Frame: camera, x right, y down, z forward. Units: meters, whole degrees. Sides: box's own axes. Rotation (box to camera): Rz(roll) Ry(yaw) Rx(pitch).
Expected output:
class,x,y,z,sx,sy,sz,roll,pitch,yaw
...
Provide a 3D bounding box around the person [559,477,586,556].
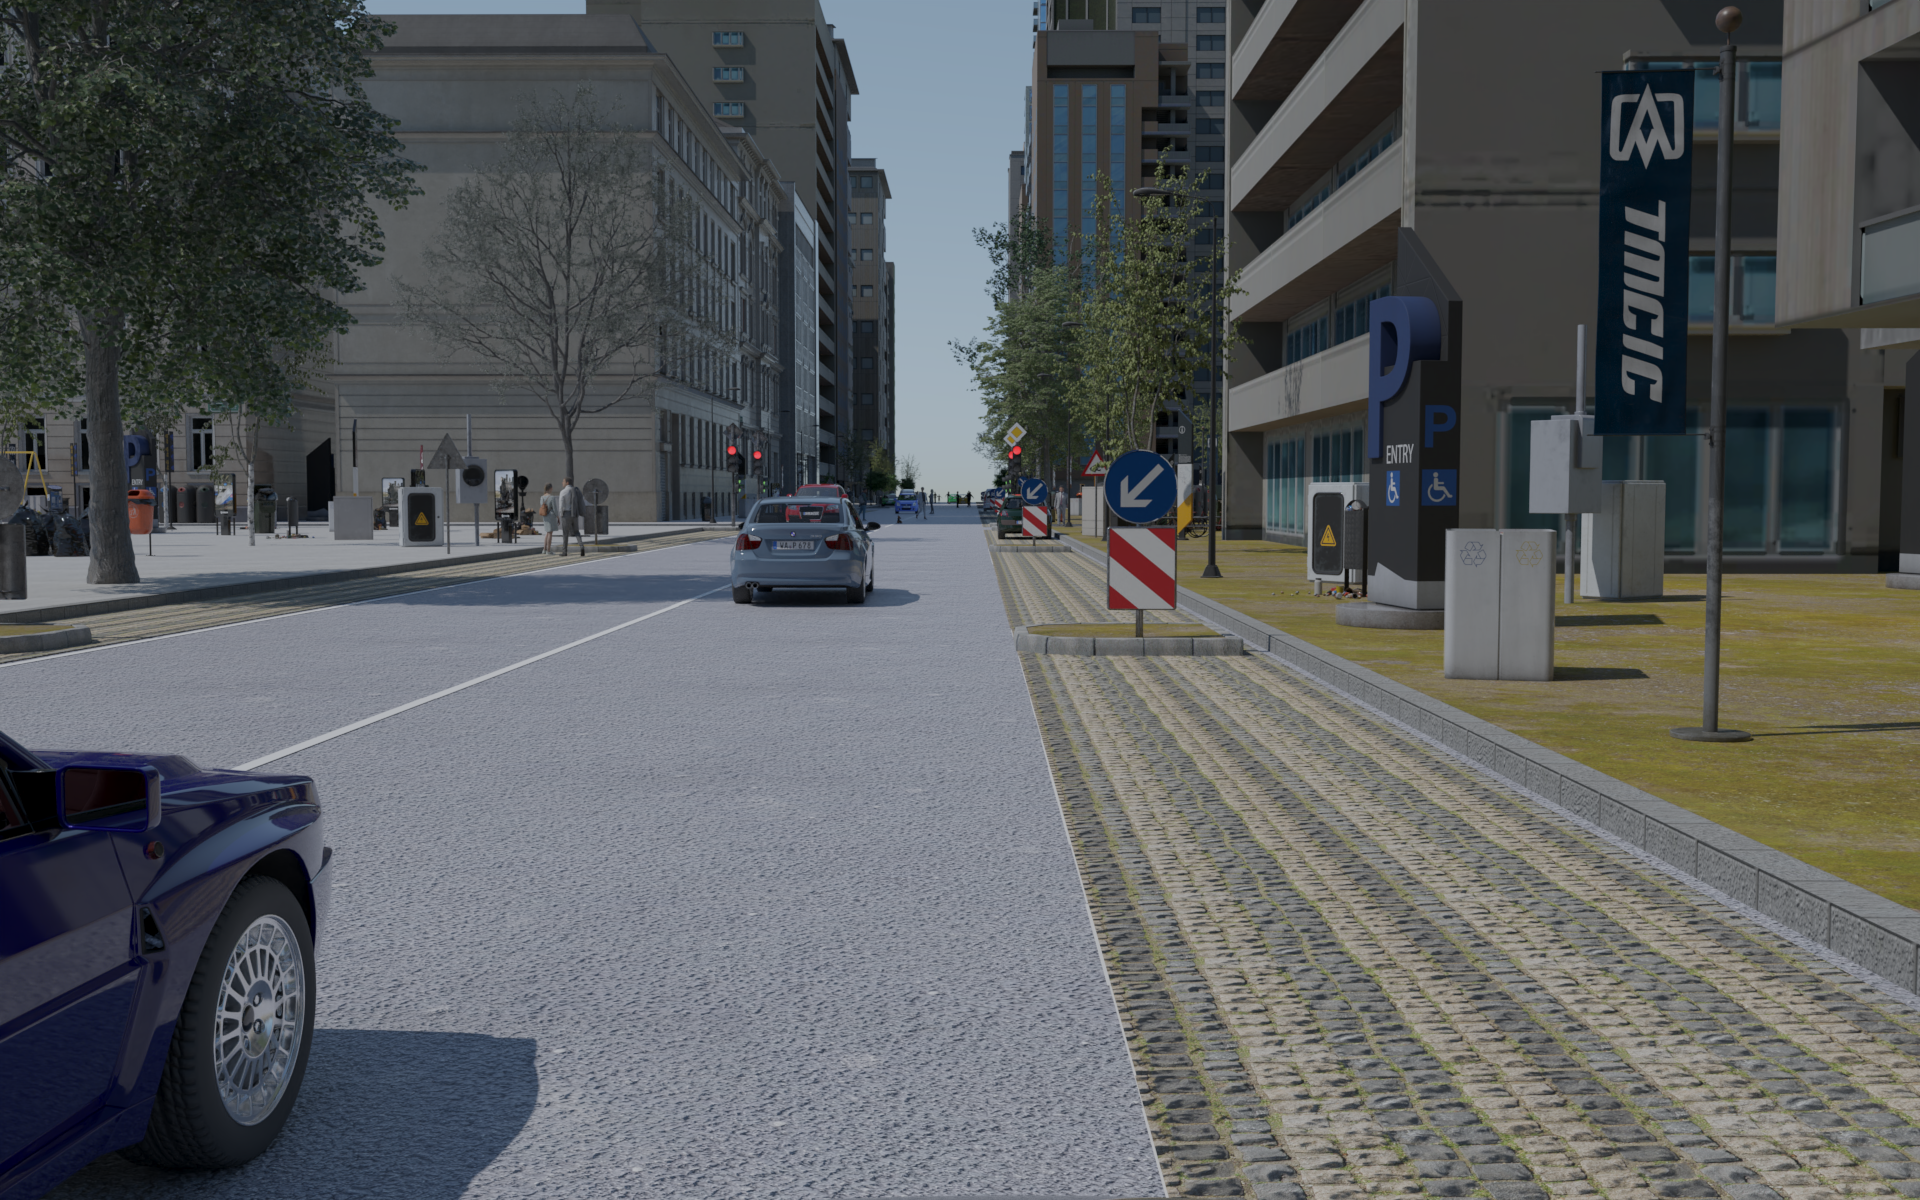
class,x,y,z,sx,sy,sz,roll,pitch,yaw
person,-8.868,-1.898,39.631,0.850,1.850,0.679,3,5,42

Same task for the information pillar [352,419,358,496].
class,x,y,z,sx,sy,sz,roll,pitch,yaw
information pillar,-18.767,-3.818,53.787,0.183,3.616,0.504,-1,4,-12

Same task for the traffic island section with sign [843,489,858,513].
class,x,y,z,sx,sy,sz,roll,pitch,yaw
traffic island section with sign,-8.451,-7.164,125.761,1.989,1.847,2.006,0,4,0

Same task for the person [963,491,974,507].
class,x,y,z,sx,sy,sz,roll,pitch,yaw
person,0.966,-11.117,190.291,1.348,1.821,0.705,2,4,29

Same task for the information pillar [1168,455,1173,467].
class,x,y,z,sx,sy,sz,roll,pitch,yaw
information pillar,12.045,-6.564,98.676,0.183,3.616,0.504,-3,4,-39

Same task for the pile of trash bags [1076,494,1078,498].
class,x,y,z,sx,sy,sz,roll,pitch,yaw
pile of trash bags,9.828,-6.935,123.147,3.447,1.369,1.912,2,4,29

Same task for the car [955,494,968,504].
class,x,y,z,sx,sy,sz,roll,pitch,yaw
car,0.416,-12.878,220.780,2.015,1.641,3.980,0,4,0

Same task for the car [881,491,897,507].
class,x,y,z,sx,sy,sz,roll,pitch,yaw
car,-7.701,-11.102,190.321,1.959,1.807,4.718,0,4,1

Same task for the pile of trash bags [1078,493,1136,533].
class,x,y,z,sx,sy,sz,roll,pitch,yaw
pile of trash bags,4.908,-2.810,55.691,1.912,1.369,3.447,0,4,1

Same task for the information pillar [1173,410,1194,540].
class,x,y,z,sx,sy,sz,roll,pitch,yaw
information pillar,6.233,-3.462,47.962,0.504,3.616,0.183,3,5,45

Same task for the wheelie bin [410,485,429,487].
class,x,y,z,sx,sy,sz,roll,pitch,yaw
wheelie bin,-18.320,-3.113,58.809,0.980,1.594,0.693,0,4,-2

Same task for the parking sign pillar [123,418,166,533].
class,x,y,z,sx,sy,sz,roll,pitch,yaw
parking sign pillar,-26.924,-4.185,56.903,1.447,3.967,1.447,3,4,38

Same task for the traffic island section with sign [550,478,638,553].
class,x,y,z,sx,sy,sz,roll,pitch,yaw
traffic island section with sign,-9.103,-2.105,43.042,1.989,1.847,2.006,0,4,0

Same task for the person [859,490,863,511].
class,x,y,z,sx,sy,sz,roll,pitch,yaw
person,-8.472,-8.613,149.805,0.515,1.767,0.782,0,4,0

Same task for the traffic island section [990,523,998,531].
class,x,y,z,sx,sy,sz,roll,pitch,yaw
traffic island section,2.239,-2.786,67.827,2.009,0.180,2.903,0,4,0

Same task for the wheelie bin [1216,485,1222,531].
class,x,y,z,sx,sy,sz,roll,pitch,yaw
wheelie bin,9.046,-3.177,59.853,0.980,1.594,0.693,-1,4,-13

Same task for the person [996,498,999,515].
class,x,y,z,sx,sy,sz,roll,pitch,yaw
person,2.616,-6.577,116.004,0.580,1.828,0.573,-1,4,-12

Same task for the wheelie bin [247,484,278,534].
class,x,y,z,sx,sy,sz,roll,pitch,yaw
wheelie bin,-22.623,-2.960,56.298,0.693,1.594,0.980,3,4,37

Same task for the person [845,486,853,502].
class,x,y,z,sx,sy,sz,roll,pitch,yaw
person,-6.285,-5.405,96.232,0.648,1.900,0.474,1,4,20

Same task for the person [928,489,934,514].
class,x,y,z,sx,sy,sz,roll,pitch,yaw
person,-2.104,-7.084,124.506,0.526,1.800,0.537,2,4,24

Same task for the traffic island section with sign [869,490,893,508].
class,x,y,z,sx,sy,sz,roll,pitch,yaw
traffic island section with sign,-8.086,-10.138,174.389,1.989,1.847,2.006,0,4,0

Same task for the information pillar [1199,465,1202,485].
class,x,y,z,sx,sy,sz,roll,pitch,yaw
information pillar,19.191,-8.943,137.578,0.183,3.616,0.504,-3,5,-39

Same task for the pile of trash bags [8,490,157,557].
class,x,y,z,sx,sy,sz,roll,pitch,yaw
pile of trash bags,-18.185,-1.608,36.050,3.447,1.369,1.912,1,4,17

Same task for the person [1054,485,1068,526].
class,x,y,z,sx,sy,sz,roll,pitch,yaw
person,4.283,-3.917,72.820,0.678,1.792,0.850,0,4,8

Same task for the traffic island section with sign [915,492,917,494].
class,x,y,z,sx,sy,sz,roll,pitch,yaw
traffic island section with sign,-7.224,-16.920,285.273,1.989,1.847,2.006,0,4,0

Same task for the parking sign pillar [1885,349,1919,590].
class,x,y,z,sx,sy,sz,roll,pitch,yaw
parking sign pillar,13.401,-2.138,23.430,1.447,3.967,1.447,-1,4,-10

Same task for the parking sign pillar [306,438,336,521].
class,x,y,z,sx,sy,sz,roll,pitch,yaw
parking sign pillar,-30.617,-5.780,82.976,1.447,3.967,1.447,1,4,16

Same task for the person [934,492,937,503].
class,x,y,z,sx,sy,sz,roll,pitch,yaw
person,-3.940,-16.120,272.076,0.705,1.821,1.348,3,5,40

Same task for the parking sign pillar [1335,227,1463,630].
class,x,y,z,sx,sy,sz,roll,pitch,yaw
parking sign pillar,4.435,-1.741,16.931,1.447,3.967,1.447,0,4,-7

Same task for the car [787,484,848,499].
class,x,y,z,sx,sy,sz,roll,pitch,yaw
car,-5.243,-3.423,64.634,2.281,1.827,5.304,0,4,2

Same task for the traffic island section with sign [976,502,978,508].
class,x,y,z,sx,sy,sz,roll,pitch,yaw
traffic island section with sign,2.352,-7.147,125.482,1.989,1.847,2.006,0,4,0

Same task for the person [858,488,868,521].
class,x,y,z,sx,sy,sz,roll,pitch,yaw
person,-5.159,-5.103,92.278,0.721,1.781,0.623,-3,5,-43

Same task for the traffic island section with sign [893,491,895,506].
class,x,y,z,sx,sy,sz,roll,pitch,yaw
traffic island section with sign,-7.871,-11.823,201.939,1.989,1.847,2.006,0,4,0

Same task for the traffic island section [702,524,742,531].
class,x,y,z,sx,sy,sz,roll,pitch,yaw
traffic island section,-8.902,-2.791,67.917,2.009,0.180,2.903,0,4,0

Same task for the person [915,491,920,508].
class,x,y,z,sx,sy,sz,roll,pitch,yaw
person,-3.593,-8.420,147.163,0.512,1.701,0.522,-1,4,-19

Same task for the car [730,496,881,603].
class,x,y,z,sx,sy,sz,roll,pitch,yaw
car,-2.120,-0.732,23.976,2.014,1.417,4.499,0,4,0

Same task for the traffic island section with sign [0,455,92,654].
class,x,y,z,sx,sy,sz,roll,pitch,yaw
traffic island section with sign,-9.310,-0.456,16.087,1.989,1.847,2.006,0,4,0

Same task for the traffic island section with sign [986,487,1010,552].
class,x,y,z,sx,sy,sz,roll,pitch,yaw
traffic island section with sign,1.722,-2.110,43.125,1.989,1.847,2.006,0,4,0

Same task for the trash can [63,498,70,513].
class,x,y,z,sx,sy,sz,roll,pitch,yaw
trash can,-35.088,-3.418,67.542,0.748,1.137,0.748,0,3,0

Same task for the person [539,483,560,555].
class,x,y,z,sx,sy,sz,roll,pitch,yaw
person,-9.665,-1.909,40.720,0.512,1.701,0.522,2,4,27

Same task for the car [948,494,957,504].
class,x,y,z,sx,sy,sz,roll,pitch,yaw
car,-0.736,-14.329,243.081,1.959,1.807,4.718,0,4,-1

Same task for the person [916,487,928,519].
class,x,y,z,sx,sy,sz,roll,pitch,yaw
person,-2.160,-5.489,98.126,0.818,1.842,0.514,3,5,45

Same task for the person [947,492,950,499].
class,x,y,z,sx,sy,sz,roll,pitch,yaw
person,-1.620,-15.049,254.692,0.705,1.807,1.348,-2,4,-27

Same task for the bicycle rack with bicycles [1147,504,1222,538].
class,x,y,z,sx,sy,sz,roll,pitch,yaw
bicycle rack with bicycles,6.618,-2.318,51.278,2.925,0.926,2.852,1,4,23

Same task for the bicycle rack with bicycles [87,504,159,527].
class,x,y,z,sx,sy,sz,roll,pitch,yaw
bicycle rack with bicycles,-28.815,-2.839,59.807,2.852,0.926,2.925,-2,4,-24

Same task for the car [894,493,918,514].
class,x,y,z,sx,sy,sz,roll,pitch,yaw
car,-3.905,-7.199,127.291,1.945,1.707,3.694,0,4,-1

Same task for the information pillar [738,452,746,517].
class,x,y,z,sx,sy,sz,roll,pitch,yaw
information pillar,-11.968,-6.337,94.969,0.504,3.616,0.183,1,4,23

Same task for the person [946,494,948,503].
class,x,y,z,sx,sy,sz,roll,pitch,yaw
person,-1.846,-16.330,275.476,1.348,1.826,0.705,-2,4,-31

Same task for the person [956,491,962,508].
class,x,y,z,sx,sy,sz,roll,pitch,yaw
person,-0.157,-10.510,181.056,0.721,1.735,1.217,-2,4,-27

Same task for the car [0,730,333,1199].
class,x,y,z,sx,sy,sz,roll,pitch,yaw
car,-2.391,0.612,2.567,1.945,1.354,3.894,0,4,2

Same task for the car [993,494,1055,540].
class,x,y,z,sx,sy,sz,roll,pitch,yaw
car,2.056,-2.805,55.655,2.009,1.686,4.222,0,4,1

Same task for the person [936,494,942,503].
class,x,y,z,sx,sy,sz,roll,pitch,yaw
person,-3.224,-15.602,266.847,1.065,1.426,0.557,0,4,4

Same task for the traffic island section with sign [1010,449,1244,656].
class,x,y,z,sx,sy,sz,roll,pitch,yaw
traffic island section with sign,1.509,-0.461,16.171,1.989,1.847,2.006,0,4,0

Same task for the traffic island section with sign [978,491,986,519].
class,x,y,z,sx,sy,sz,roll,pitch,yaw
traffic island section with sign,2.146,-5.477,98.169,1.989,1.847,2.006,0,4,0
